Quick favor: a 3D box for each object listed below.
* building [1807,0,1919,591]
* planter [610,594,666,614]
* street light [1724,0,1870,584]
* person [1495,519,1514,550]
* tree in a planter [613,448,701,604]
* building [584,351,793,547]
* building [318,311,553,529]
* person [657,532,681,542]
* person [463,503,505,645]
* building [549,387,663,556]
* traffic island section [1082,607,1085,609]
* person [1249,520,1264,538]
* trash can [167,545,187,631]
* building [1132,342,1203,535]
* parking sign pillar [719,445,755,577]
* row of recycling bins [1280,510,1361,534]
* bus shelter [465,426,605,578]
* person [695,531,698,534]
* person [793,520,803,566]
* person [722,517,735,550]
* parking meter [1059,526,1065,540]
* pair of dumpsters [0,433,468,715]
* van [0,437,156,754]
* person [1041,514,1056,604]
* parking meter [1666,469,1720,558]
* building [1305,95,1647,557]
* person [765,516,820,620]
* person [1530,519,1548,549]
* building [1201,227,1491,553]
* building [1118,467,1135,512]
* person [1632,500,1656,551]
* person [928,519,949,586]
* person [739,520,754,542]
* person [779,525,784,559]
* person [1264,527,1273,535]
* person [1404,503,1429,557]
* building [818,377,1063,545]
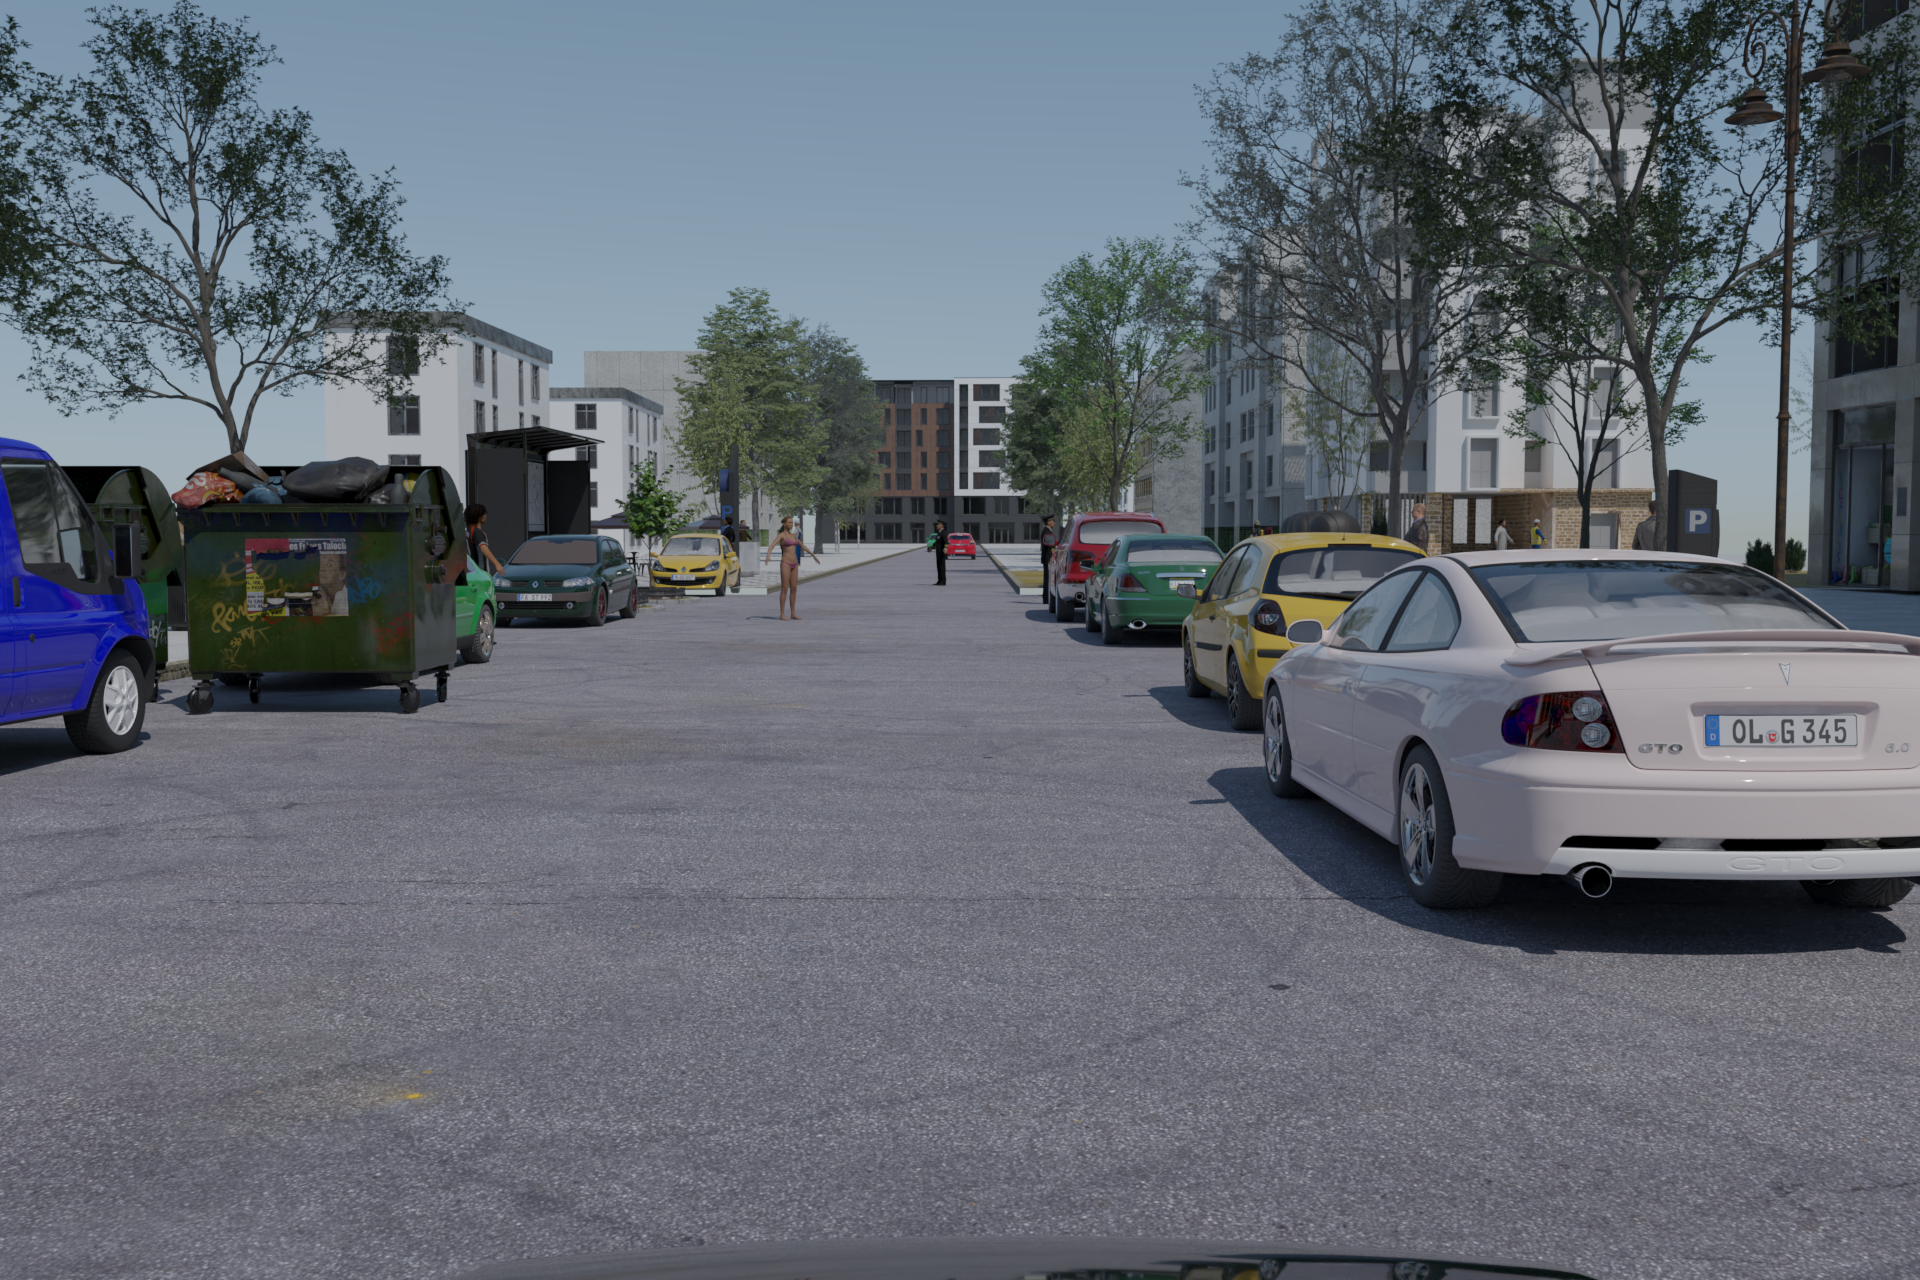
[{"bbox_3d":[29.251,-13.423,22.662,19.351,26.588,34.151,0,4,1],"label":"building"},{"bbox_3d":[-6.537,-0.671,32.110,1.991,0.319,1.994,0,4,1],"label":"planter"},{"bbox_3d":[6.741,-2.529,14.131,0.468,5.910,1.993,0,4,1],"label":"street light"},{"bbox_3d":[19.149,-3.360,61.118,0.705,1.806,1.347,3,5,43],"label":"person"},{"bbox_3d":[-6.508,-2.389,36.276,1.991,3.239,1.994,0,4,0],"label":"tree in a planter"},{"bbox_3d":[-27.757,-19.370,183.150,16.747,18.905,31.486,0,4,0],"label":"building"},{"bbox_3d":[-23.172,-8.397,79.438,9.099,9.664,28.070,0,4,1],"label":"building"},{"bbox_3d":[-12.690,-4.287,76.218,1.348,1.813,0.705,-2,4,-35],"label":"person"},{"bbox_3d":[-6.195,-0.840,22.337,0.704,1.843,1.345,-2,4,-34],"label":"person"},{"bbox_3d":[-23.926,-10.463,113.213,9.099,9.664,28.070,0,4,-1],"label":"building"},{"bbox_3d":[3.238,-0.678,33.944,1.991,0.108,1.994,0,4,1],"label":"traffic island section"},{"bbox_3d":[12.435,-4.092,72.686,0.705,1.856,1.354,3,5,42],"label":"person"},{"bbox_3d":[-10.272,-0.698,23.059,0.748,1.137,0.748,0,3,0],"label":"trash can"},{"bbox_3d":[27.420,-20.838,171.635,19.493,23.208,18.063,0,3,0],"label":"building"},{"bbox_3d":[-6.868,-3.866,51.674,1.447,3.967,1.447,0,4,-1],"label":"parking sign pillar"},{"bbox_3d":[6.436,-1.479,31.294,1.069,1.692,3.534,0,4,0],"label":"row of recycling bins"},{"bbox_3d":[-9.884,-3.027,40.770,1.731,3.624,6.357,0,4,1],"label":"bus shelter"},{"bbox_3d":[-12.152,-4.309,79.721,0.991,1.433,0.599,0,4,5],"label":"person"},{"bbox_3d":[-6.540,-3.877,69.246,0.705,1.847,1.347,1,4,19],"label":"person"},{"bbox_3d":[-6.292,-2.426,46.387,0.721,1.740,1.216,1,4,15],"label":"person"},{"bbox_3d":[3.216,-2.723,52.936,0.372,1.533,0.369,0,3,0],"label":"parking meter"},{"bbox_3d":[-6.421,-0.564,14.175,4.436,2.255,1.574,0,4,1],"label":"pair of dumpsters"},{"bbox_3d":[-6.420,-0.318,9.583,2.240,2.365,5.245,0,3,0],"label":"van"},{"bbox_3d":[1.837,-1.651,35.389,0.705,1.837,1.347,0,4,-3],"label":"person"},{"bbox_3d":[6.647,-0.613,15.731,0.399,1.863,0.255,0,4,0],"label":"parking meter"},{"bbox_3d":[21.563,-13.744,81.133,16.016,20.090,11.380,0,4,0],"label":"building"},{"bbox_3d":[-2.801,-1.198,28.848,0.721,1.733,1.217,3,5,41],"label":"person"},{"bbox_3d":[21.474,-3.576,64.439,0.705,1.833,1.349,0,4,-7],"label":"person"},{"bbox_3d":[25.688,-14.803,108.484,16.747,18.905,31.486,0,4,0],"label":"building"},{"bbox_3d":[24.851,-16.419,210.603,9.099,9.664,28.070,0,3,0],"label":"building"},{"bbox_3d":[9.827,-1.075,24.154,0.750,1.759,0.617,0,4,-4],"label":"person"},{"bbox_3d":[-0.555,-2.431,48.132,0.705,1.837,1.347,-1,4,-20],"label":"person"},{"bbox_3d":[-8.113,-3.595,64.919,0.704,1.812,1.346,2,4,24],"label":"person"},{"bbox_3d":[-5.658,-3.060,56.254,0.704,1.802,1.346,1,4,10],"label":"person"},{"bbox_3d":[6.674,-1.705,37.089,0.599,1.438,0.989,1,4,14],"label":"person"},{"bbox_3d":[7.073,-1.246,26.967,0.434,1.755,0.990,1,4,23],"label":"person"},{"bbox_3d":[-2.399,-23.952,238.044,32.646,21.610,27.936,0,4,2],"label":"building"}]
